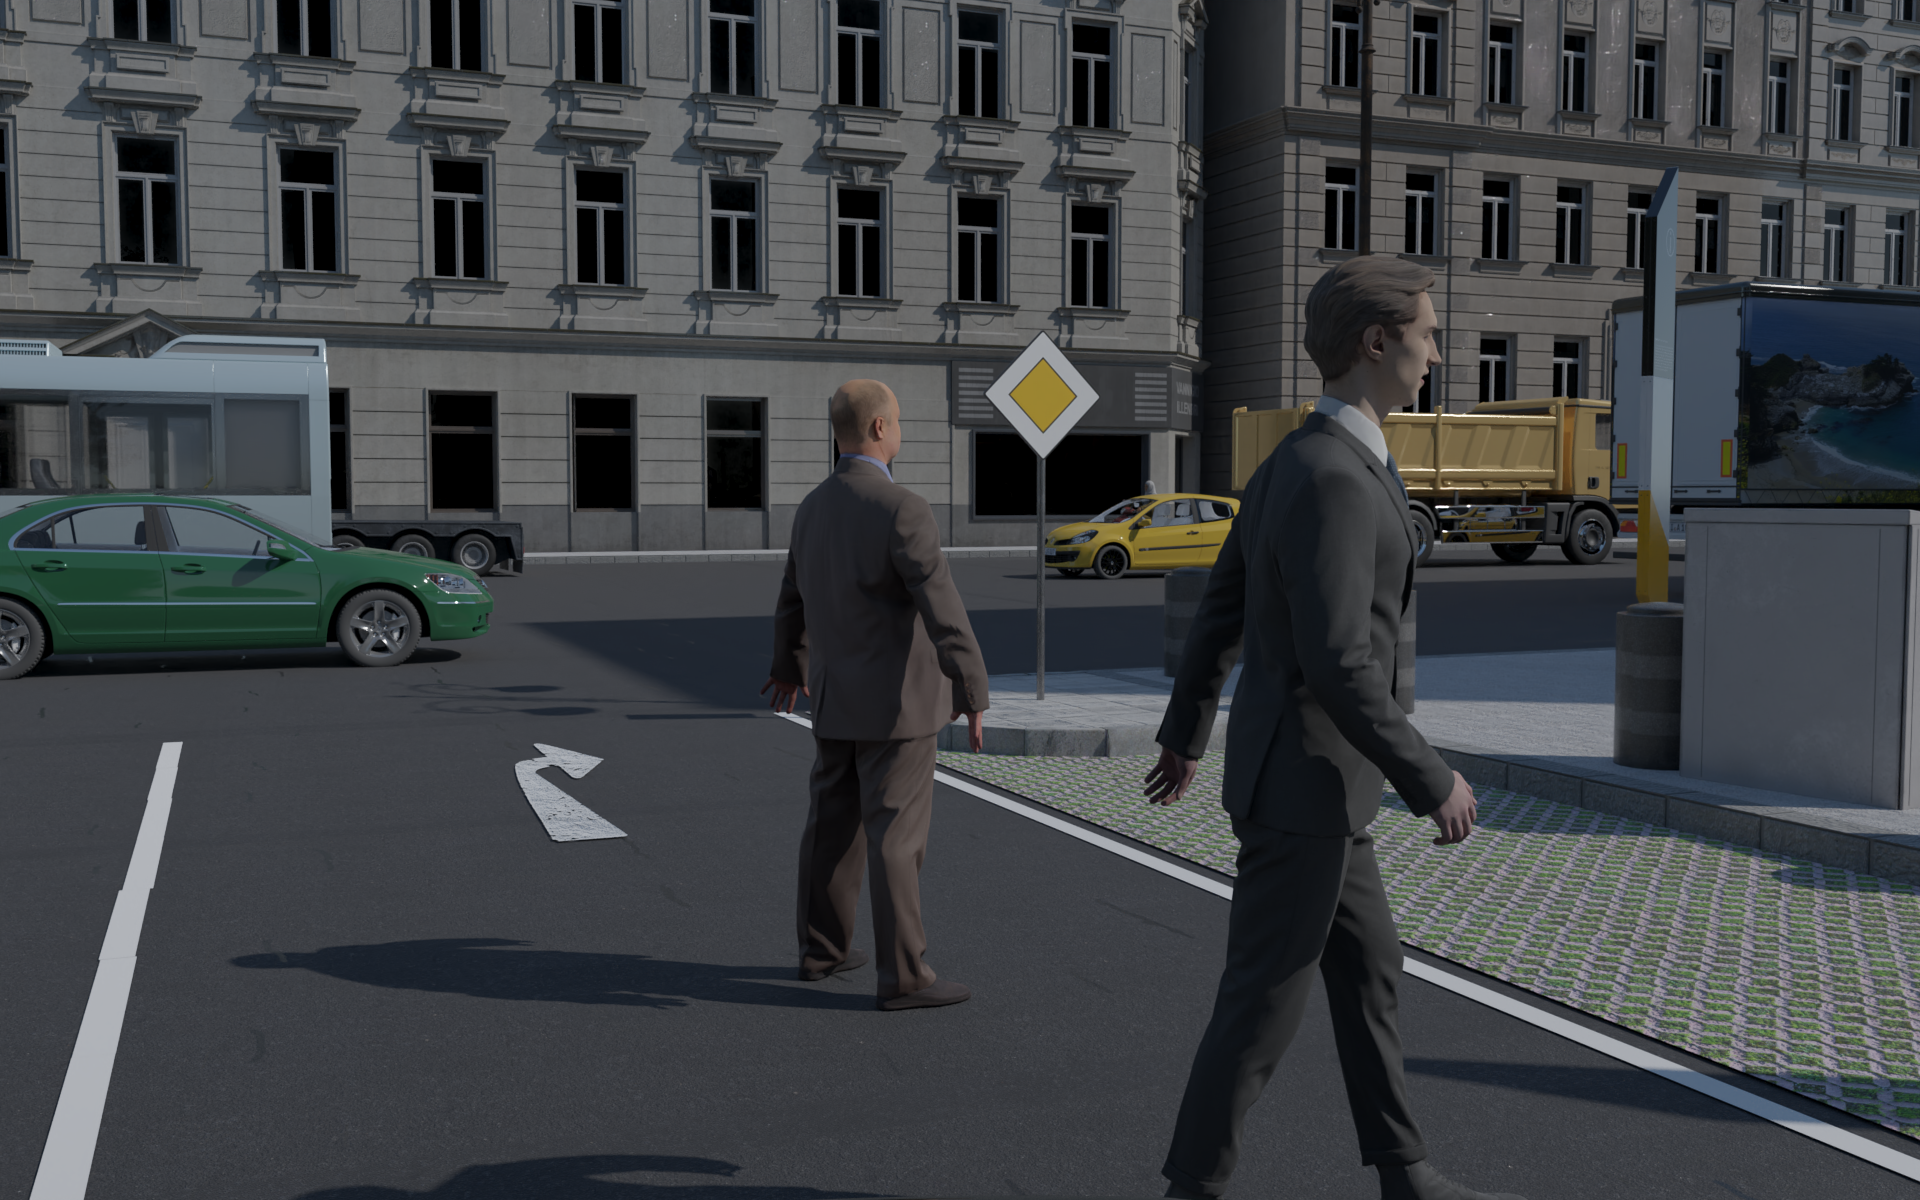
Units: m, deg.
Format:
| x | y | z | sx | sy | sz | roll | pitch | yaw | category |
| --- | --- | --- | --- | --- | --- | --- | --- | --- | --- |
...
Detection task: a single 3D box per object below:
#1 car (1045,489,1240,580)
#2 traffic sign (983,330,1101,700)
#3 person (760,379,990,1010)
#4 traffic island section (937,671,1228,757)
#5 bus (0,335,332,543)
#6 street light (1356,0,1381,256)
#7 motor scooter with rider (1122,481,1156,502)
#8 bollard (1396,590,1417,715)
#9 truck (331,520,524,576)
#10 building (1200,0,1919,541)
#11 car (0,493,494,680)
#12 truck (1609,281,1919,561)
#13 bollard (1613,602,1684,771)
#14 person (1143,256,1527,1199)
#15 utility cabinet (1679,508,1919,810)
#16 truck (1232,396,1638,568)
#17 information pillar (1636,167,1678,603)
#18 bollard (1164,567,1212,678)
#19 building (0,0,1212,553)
| x | y | z | sx | sy | sz | roll | pitch | yaw | category |
| --- | --- | --- | --- | --- | --- | --- | --- | --- | --- |
| 3.325 | -1.219 | 30.159 | 3.980 | 1.641 | 2.015 | -1 | 4 | -23 | car |
| 0.499 | -0.433 | 10.727 | 0.795 | 2.450 | 0.064 | -1 | 4 | -23 | traffic sign |
| -0.240 | 0.247 | 5.019 | 0.434 | 1.755 | 0.990 | -3 | 4 | -38 | person |
| 0.518 | 0.701 | 10.813 | 2.009 | 0.180 | 2.903 | -1 | 4 | -23 | traffic island section |
| -13.951 | -1.469 | 18.884 | 13.247 | 3.499 | 2.948 | -1 | 4 | -22 | bus |
| 2.564 | -2.335 | 10.968 | 0.468 | 5.910 | 1.993 | -1 | 4 | -23 | street light |
| 4.037 | -1.859 | 39.360 | 1.986 | 1.779 | 0.876 | -1 | 4 | -21 | motor scooter with rider |
| 2.480 | 0.276 | 10.204 | 0.404 | 0.777 | 0.398 | 0 | 3 | 0 | bollard |
| -16.543 | -2.277 | 26.981 | 18.799 | 4.110 | 2.967 | -2 | 4 | -25 | truck |
| 17.345 | -15.712 | 54.156 | 25.104 | 27.353 | 12.463 | -1 | 4 | -23 | building |
| -6.467 | -0.171 | 14.588 | 4.920 | 1.459 | 2.131 | -1 | 4 | -22 | car |
| 14.998 | -2.273 | 26.075 | 11.283 | 4.237 | 2.839 | -1 | 4 | -23 | truck |
| 3.313 | 0.398 | 8.204 | 0.404 | 0.777 | 0.398 | 0 | 3 | 0 | bollard |
| 0.716 | 0.312 | 3.171 | 0.755 | 1.850 | 0.659 | 0 | 4 | 3 | person |
| 3.658 | 0.225 | 7.484 | 0.306 | 1.237 | 1.020 | -2 | 4 | -33 | utility cabinet |
| 10.301 | -2.395 | 35.077 | 9.791 | 3.379 | 3.469 | -2 | 4 | -23 | truck |
| 4.966 | -1.284 | 12.340 | 0.183 | 3.616 | 0.504 | 3 | 4 | 38 | information pillar |
| 1.641 | 0.153 | 12.213 | 0.404 | 0.777 | 0.398 | 0 | 3 | 0 | bollard |
| -15.465 | -16.295 | 42.838 | 44.131 | 29.872 | 17.030 | -1 | 4 | -23 | building |
